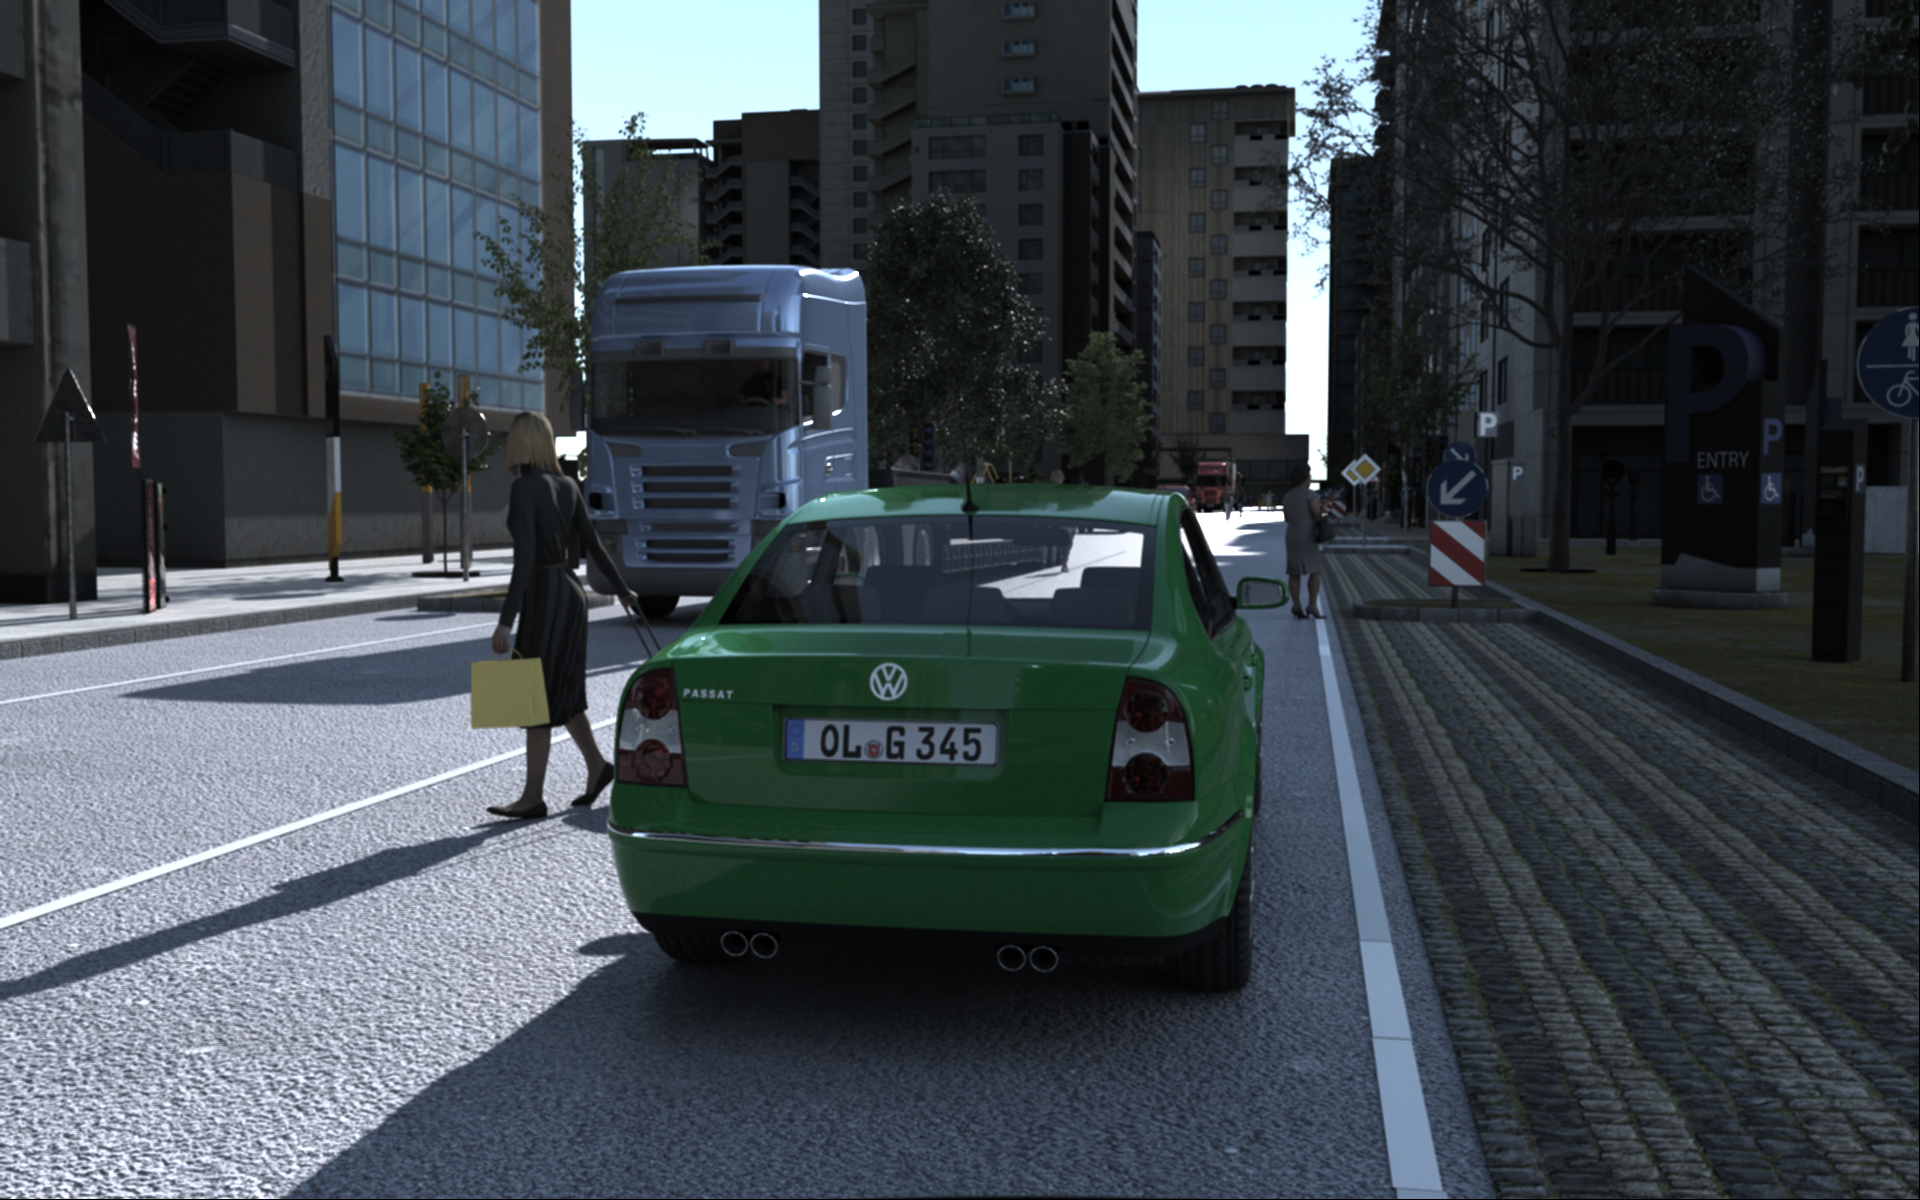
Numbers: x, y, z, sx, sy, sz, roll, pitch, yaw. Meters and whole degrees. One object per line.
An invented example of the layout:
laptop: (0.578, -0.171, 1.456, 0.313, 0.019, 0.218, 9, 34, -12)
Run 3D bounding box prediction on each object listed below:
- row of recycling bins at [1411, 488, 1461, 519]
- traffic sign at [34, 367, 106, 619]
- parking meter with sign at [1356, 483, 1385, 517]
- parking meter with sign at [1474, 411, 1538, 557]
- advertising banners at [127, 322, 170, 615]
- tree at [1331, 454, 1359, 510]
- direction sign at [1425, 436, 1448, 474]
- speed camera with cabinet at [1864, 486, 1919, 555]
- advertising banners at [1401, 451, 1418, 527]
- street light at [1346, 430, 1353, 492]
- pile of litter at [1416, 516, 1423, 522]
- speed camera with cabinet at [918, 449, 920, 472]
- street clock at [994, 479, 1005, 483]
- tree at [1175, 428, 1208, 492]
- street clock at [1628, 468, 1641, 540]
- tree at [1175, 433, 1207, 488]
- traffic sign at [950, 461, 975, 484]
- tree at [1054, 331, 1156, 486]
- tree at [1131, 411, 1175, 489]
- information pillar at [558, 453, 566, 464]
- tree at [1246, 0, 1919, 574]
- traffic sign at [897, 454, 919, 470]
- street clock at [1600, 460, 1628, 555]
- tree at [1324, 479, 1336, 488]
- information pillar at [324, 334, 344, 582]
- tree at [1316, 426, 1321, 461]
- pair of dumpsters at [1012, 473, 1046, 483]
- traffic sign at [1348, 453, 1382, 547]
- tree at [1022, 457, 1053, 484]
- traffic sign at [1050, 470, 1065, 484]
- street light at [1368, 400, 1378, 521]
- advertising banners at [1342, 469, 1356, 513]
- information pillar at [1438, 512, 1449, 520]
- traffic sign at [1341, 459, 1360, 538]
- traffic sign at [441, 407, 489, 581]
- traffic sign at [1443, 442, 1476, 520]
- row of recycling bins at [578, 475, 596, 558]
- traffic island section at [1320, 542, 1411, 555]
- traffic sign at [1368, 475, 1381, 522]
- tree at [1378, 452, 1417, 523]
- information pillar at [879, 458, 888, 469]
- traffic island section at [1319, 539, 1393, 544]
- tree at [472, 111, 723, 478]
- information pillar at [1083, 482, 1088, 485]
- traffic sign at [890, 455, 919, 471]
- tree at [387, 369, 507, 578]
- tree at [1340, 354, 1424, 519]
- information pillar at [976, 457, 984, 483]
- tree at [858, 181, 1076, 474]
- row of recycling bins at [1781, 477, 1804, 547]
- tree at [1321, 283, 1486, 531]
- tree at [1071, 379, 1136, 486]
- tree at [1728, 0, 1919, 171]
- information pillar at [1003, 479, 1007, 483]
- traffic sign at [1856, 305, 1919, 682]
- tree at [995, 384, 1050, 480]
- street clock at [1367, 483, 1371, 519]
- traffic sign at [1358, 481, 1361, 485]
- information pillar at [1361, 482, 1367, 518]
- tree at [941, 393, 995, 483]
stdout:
row of recycling bins: (24.021, -5.026, 89.287, 3.534, 1.692, 1.069, 0, 4, 6)
traffic sign: (-9.129, -1.086, 17.753, 0.884, 2.594, 0.081, 1, 4, 16)
parking meter with sign: (22.943, -6.142, 96.685, 1.738, 3.016, 0.543, 3, 4, 39)
parking meter with sign: (11.335, -2.421, 35.844, 0.543, 3.016, 1.738, -1, 4, -15)
advertising banners: (-8.785, -1.378, 18.724, 0.090, 3.025, 2.074, -1, 4, -17)
tree: (31.743, -9.572, 140.218, 4.285, 4.588, 4.351, 0, 3, 0)
direction sign: (18.717, -4.652, 68.054, 0.876, 3.537, 0.379, 0, 4, 1)
speed camera with cabinet: (19.427, -2.612, 37.038, 0.660, 3.252, 2.038, -3, 4, -38)
advertising banners: (17.913, -4.458, 69.081, 0.090, 3.025, 2.074, 0, 4, -2)
street light: (27.648, -9.186, 122.984, 0.468, 5.910, 1.993, 1, 4, 11)
pile of litter: (21.430, -4.005, 79.452, 1.176, 0.858, 1.719, 3, 5, 40)
speed camera with cabinet: (-1.757, -5.065, 77.152, 0.660, 3.252, 2.038, 1, 4, 18)
street clock: (1.864, -4.725, 81.824, 0.471, 2.002, 0.358, -2, 4, -25)
tree: (25.044, -14.797, 192.297, 4.360, 8.622, 3.978, 0, 3, 0)
street clock: (18.713, -2.662, 48.098, 0.358, 2.002, 0.471, 1, 4, 9)
tree: (27.004, -15.444, 202.870, 4.737, 8.622, 4.395, 0, 3, 0)
traffic sign: (0.072, -2.978, 52.325, 0.795, 2.450, 0.064, 1, 4, 11)
tree: (10.038, -12.425, 121.278, 7.486, 12.596, 7.792, 0, 3, 0)
tree: (15.614, -12.060, 147.537, 4.360, 8.622, 3.978, 0, 3, 0)
information pillar: (-22.512, -6.520, 97.963, 0.504, 3.616, 0.183, 1, 4, 8)
tree: (9.987, -7.198, 28.055, 12.009, 13.543, 11.850, 0, 3, 0)
traffic sign: (-1.680, -3.360, 55.050, 0.768, 2.556, 0.104, 1, 4, 11)
street clock: (13.721, -1.950, 36.451, 0.471, 2.002, 0.358, 1, 4, 16)
tree: (39.168, -11.402, 181.016, 1.663, 3.219, 1.824, 0, 3, 0)
information pillar: (-9.155, -2.076, 25.297, 0.183, 3.616, 0.504, -2, 4, -33)
tree: (37.612, -13.613, 172.941, 4.737, 8.622, 4.395, 0, 3, 0)
pair of dumpsters: (3.157, -4.687, 79.134, 1.574, 2.255, 4.437, 1, 4, 11)
traffic sign: (9.873, -2.362, 42.268, 0.795, 2.450, 0.064, 1, 4, 11)
tree: (3.386, -5.410, 83.049, 1.663, 3.219, 1.824, 0, 3, 0)
traffic sign: (5.130, -5.583, 91.392, 0.768, 2.556, 0.104, 1, 4, 15)
street light: (19.984, -6.787, 83.752, 0.468, 5.910, 1.993, 1, 4, 11)
advertising banners: (26.897, -7.563, 119.849, 0.090, 3.025, 2.074, 3, 4, 38)
information pillar: (14.240, -2.844, 50.990, 0.304, 2.012, 0.304, 1, 4, 20)
traffic sign: (11.400, -2.842, 50.106, 0.795, 2.450, 0.064, 1, 4, 11)
traffic sign: (-7.264, -1.547, 25.394, 0.768, 2.556, 0.104, 1, 4, 15)
traffic sign: (12.132, -2.569, 42.108, 0.768, 2.556, 0.104, 1, 4, 13)
row of recycling bins: (-7.624, -1.707, 35.024, 3.534, 1.692, 1.069, 2, 4, 32)
traffic island section: (9.898, -1.227, 42.340, 2.009, 0.180, 2.903, 1, 4, 11)
traffic sign: (19.154, -4.927, 80.565, 0.884, 2.594, 0.081, 1, 4, 17)
tree: (19.155, -5.012, 76.543, 1.663, 3.219, 1.824, 0, 3, 0)
information pillar: (-3.230, -4.986, 72.874, 0.183, 3.616, 0.504, -3, 5, -44)
traffic island section: (11.425, -1.706, 50.178, 2.009, 0.180, 2.903, 1, 4, 11)
tree: (-6.687, -5.038, 32.742, 4.737, 8.622, 4.395, 0, 3, 0)
information pillar: (7.497, -6.075, 103.825, 0.304, 2.012, 0.304, 0, 4, 5)
traffic sign: (-1.455, -2.498, 44.487, 0.795, 2.450, 0.064, 1, 4, 11)
tree: (-8.169, -1.984, 27.044, 1.663, 3.219, 1.824, 0, 3, 0)
tree: (22.148, -8.581, 90.656, 4.360, 8.622, 3.978, 0, 3, 0)
information pillar: (0.972, -5.744, 85.268, 0.183, 3.616, 0.504, 3, 5, 43)
tree: (-0.816, -8.994, 64.053, 9.611, 12.733, 9.660, 0, 3, 0)
row of recycling bins: (18.340, -2.012, 40.016, 3.534, 1.692, 1.069, 2, 4, 27)
tree: (15.717, -6.717, 60.185, 4.737, 8.622, 4.395, 0, 3, 0)
tree: (9.221, -9.852, 111.435, 4.737, 8.622, 4.395, 0, 3, 0)
tree: (5.391, -3.499, 7.574, 4.360, 8.622, 3.978, 0, 3, 0)
information pillar: (2.115, -4.952, 85.458, 0.304, 2.012, 0.304, 2, 4, 31)
traffic sign: (6.497, -0.715, 11.795, 0.768, 2.556, 0.104, 1, 4, 19)
tree: (4.047, -10.000, 113.864, 4.737, 8.622, 4.395, 0, 3, 0)
street clock: (20.773, -5.092, 87.829, 0.358, 2.002, 0.471, 1, 4, 11)
traffic sign: (23.581, -6.176, 100.983, 0.884, 2.594, 0.081, 1, 4, 15)
information pillar: (21.832, -5.448, 93.574, 0.304, 2.012, 0.304, 1, 4, 9)
tree: (-0.702, -9.140, 99.808, 4.737, 8.622, 4.395, 0, 3, 0)
